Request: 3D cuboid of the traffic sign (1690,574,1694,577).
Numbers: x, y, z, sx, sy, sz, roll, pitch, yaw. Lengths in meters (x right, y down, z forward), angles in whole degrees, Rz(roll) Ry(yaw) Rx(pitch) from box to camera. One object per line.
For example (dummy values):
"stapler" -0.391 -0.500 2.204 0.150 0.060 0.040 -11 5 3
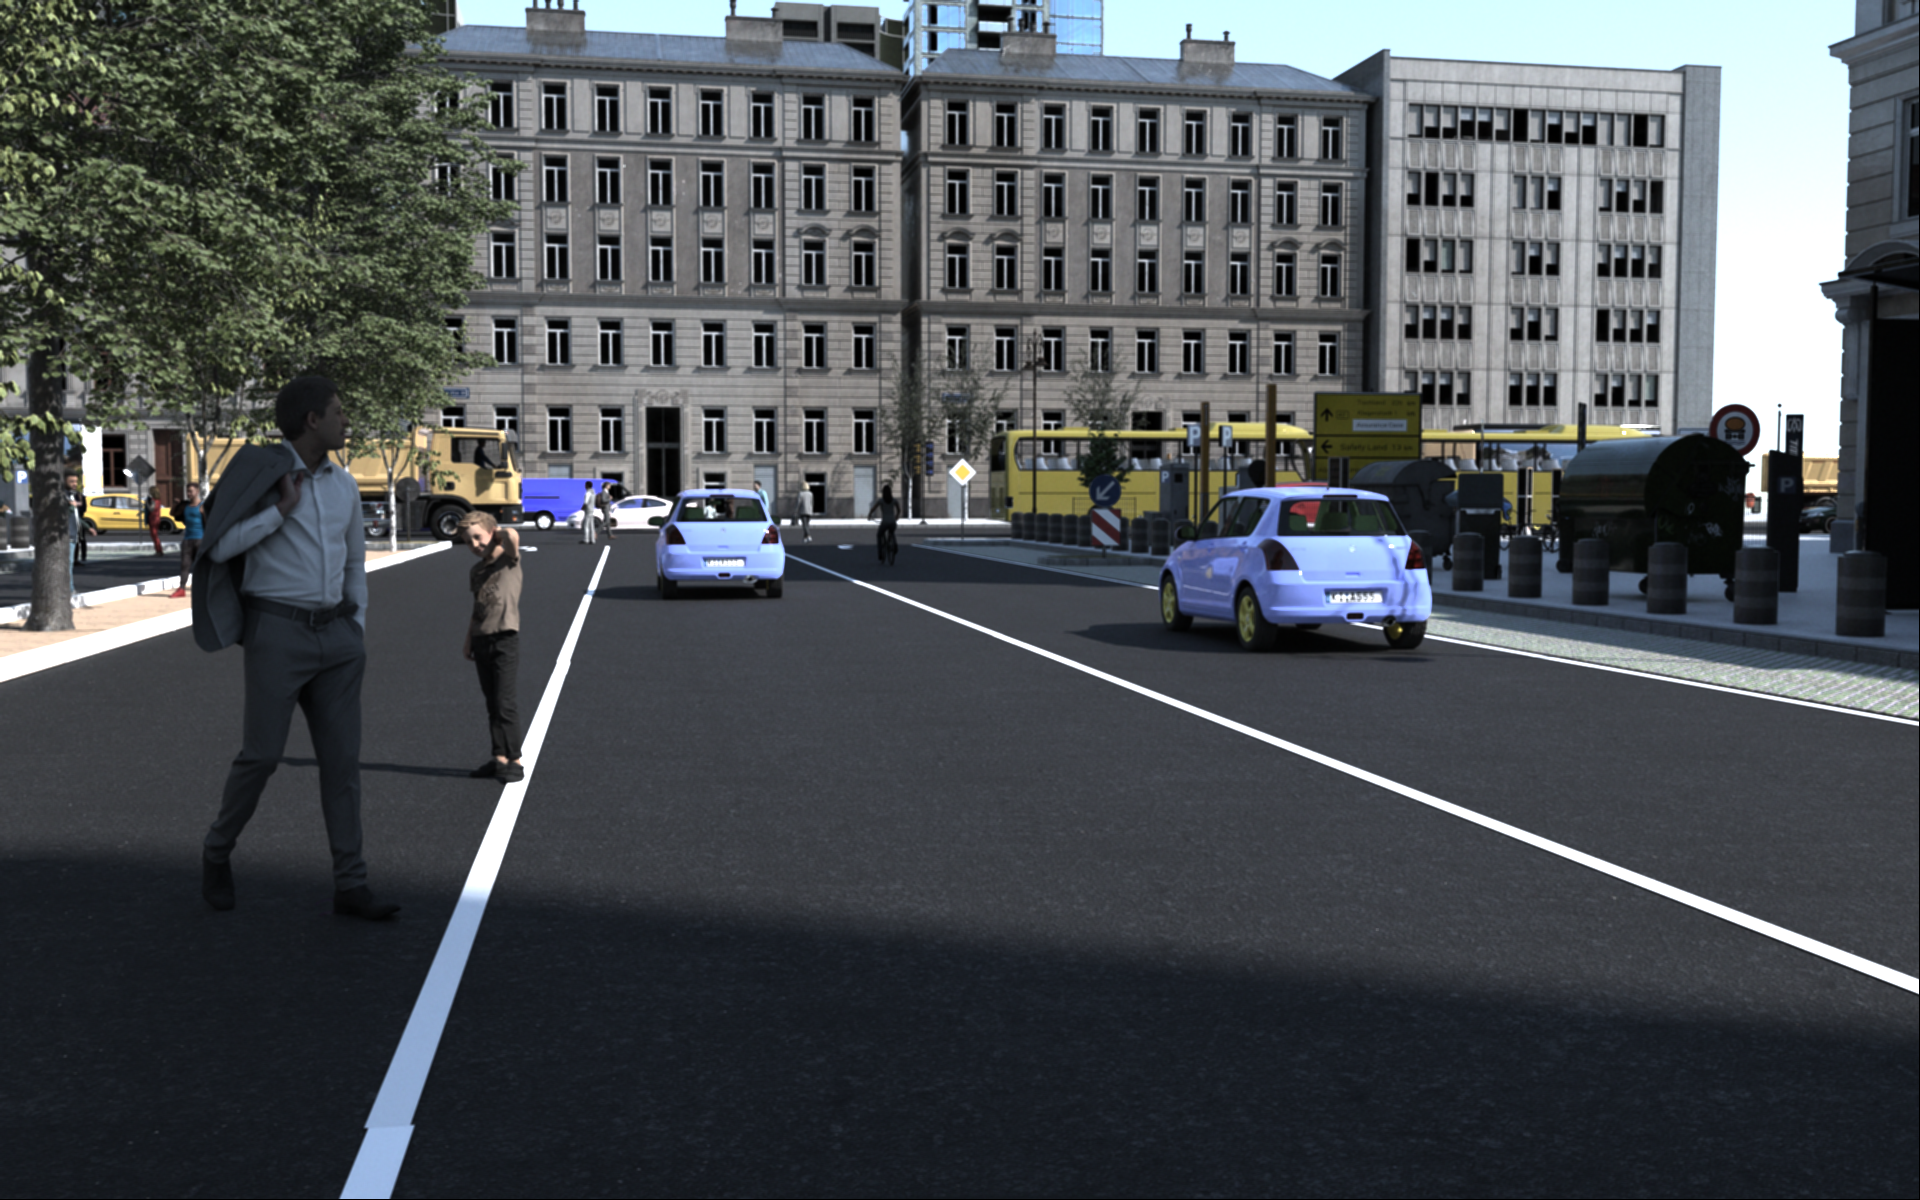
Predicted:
"traffic sign" 11.353 -1.509 26.805 0.606 2.300 0.079 0 4 -5

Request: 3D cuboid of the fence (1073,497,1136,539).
"fence" 4.062 -2.292 48.675 2.264 1.192 0.480 -2 4 -29

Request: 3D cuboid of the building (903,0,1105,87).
"building" 2.446 -52.899 177.570 22.319 86.520 31.000 -1 4 -11

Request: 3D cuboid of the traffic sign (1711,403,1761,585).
"traffic sign" 10.902 -1.491 24.478 0.768 2.556 0.104 0 4 -6

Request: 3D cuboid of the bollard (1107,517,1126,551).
"bollard" 3.639 -1.501 39.256 0.404 0.777 0.398 0 3 0

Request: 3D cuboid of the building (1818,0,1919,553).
"building" 26.970 -14.848 28.670 13.634 28.700 20.117 -1 4 -11

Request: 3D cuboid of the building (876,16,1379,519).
"building" 8.827 -18.293 96.352 25.104 27.353 12.463 -1 4 -11

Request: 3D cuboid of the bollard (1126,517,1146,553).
"bollard" 3.930 -1.410 37.774 0.404 0.777 0.398 0 3 0

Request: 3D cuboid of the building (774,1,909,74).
"building" -17.539 -50.079 257.038 20.611 71.187 20.563 -1 4 -11

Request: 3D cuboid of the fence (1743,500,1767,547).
"fence" 15.609 -1.450 34.911 0.480 1.192 2.264 -2 4 -35

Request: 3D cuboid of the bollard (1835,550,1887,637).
"bollard" 8.165 -0.059 15.690 0.404 0.777 0.398 0 3 0

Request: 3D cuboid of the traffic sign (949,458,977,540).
"traffic sign" 0.067 -2.742 48.470 0.795 2.450 0.064 -1 4 -11

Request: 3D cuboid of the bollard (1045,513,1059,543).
"bollard" 2.515 -1.861 45.139 0.404 0.777 0.398 0 3 0

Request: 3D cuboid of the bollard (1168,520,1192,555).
"bollard" 4.497 -1.229 34.814 0.404 0.777 0.398 0 3 0

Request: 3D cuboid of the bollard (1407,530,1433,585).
"bollard" 6.476 -0.598 24.500 0.404 0.777 0.398 0 3 0

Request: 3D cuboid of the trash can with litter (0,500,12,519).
"trash can with litter" -23.041 -1.816 41.085 0.624 1.170 1.055 0 4 -1

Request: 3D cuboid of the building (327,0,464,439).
"building" -81.221 -49.370 245.456 20.611 71.187 20.563 -1 4 -11

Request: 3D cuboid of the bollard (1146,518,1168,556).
"bollard" 4.207 -1.320 36.300 0.404 0.777 0.398 0 3 0

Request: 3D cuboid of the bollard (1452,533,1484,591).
"bollard" 6.758 -0.509 23.033 0.404 0.777 0.398 0 3 0

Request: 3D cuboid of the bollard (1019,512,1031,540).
"bollard" 1.943 -2.041 48.083 0.404 0.777 0.398 0 3 0

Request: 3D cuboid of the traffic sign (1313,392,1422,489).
"traffic sign" 8.135 -2.494 34.652 2.265 3.308 0.079 -1 4 -9

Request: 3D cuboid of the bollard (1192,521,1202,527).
"bollard" 4.777 -1.139 33.347 0.404 0.777 0.398 0 3 0

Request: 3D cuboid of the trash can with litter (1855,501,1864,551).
"trash can with litter" 15.913 -1.143 30.076 0.624 1.170 1.055 1 4 20

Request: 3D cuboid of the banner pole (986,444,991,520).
"banner pole" 1.720 -5.871 86.013 0.863 3.779 0.401 1 4 10

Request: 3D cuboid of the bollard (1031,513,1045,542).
"bollard" 2.228 -1.951 46.617 0.404 0.777 0.398 0 3 0

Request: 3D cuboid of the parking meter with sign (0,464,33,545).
"parking meter with sign" -23.859 -2.896 43.614 1.738 3.016 0.543 2 4 24

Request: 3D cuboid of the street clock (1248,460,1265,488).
"street clock" 6.306 -1.954 36.517 0.471 2.002 0.358 1 4 10

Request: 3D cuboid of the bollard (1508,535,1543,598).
"bollard" 7.040 -0.419 21.565 0.404 0.777 0.398 0 3 0

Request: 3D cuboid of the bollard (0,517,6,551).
"bollard" -21.842 -1.502 39.280 0.404 0.777 0.398 0 3 0

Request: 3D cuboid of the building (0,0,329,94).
"building" -77.088 -33.553 168.203 30.456 49.044 23.786 -1 4 -11

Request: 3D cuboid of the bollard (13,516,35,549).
"bollard" -22.128 -1.593 40.759 0.404 0.777 0.398 0 3 0

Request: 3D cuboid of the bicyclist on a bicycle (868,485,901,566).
"bicyclist on a bicycle" -1.495 -1.535 35.122 1.499 1.676 1.625 -1 4 -13

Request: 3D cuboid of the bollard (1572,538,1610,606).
"bollard" 7.321 -0.329 20.094 0.404 0.777 0.398 0 3 0

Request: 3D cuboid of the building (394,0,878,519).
"building" -15.912 -18.006 91.668 25.104 27.353 12.463 -1 4 -11

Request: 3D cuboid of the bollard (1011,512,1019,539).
"bollard" 1.667 -2.131 49.552 0.404 0.777 0.398 0 3 0

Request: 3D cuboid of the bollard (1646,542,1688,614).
"bollard" 7.607 -0.239 18.625 0.404 0.777 0.398 0 3 0

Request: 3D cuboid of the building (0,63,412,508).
"building" -38.650 -15.331 86.826 21.152 22.565 11.583 -1 4 -11

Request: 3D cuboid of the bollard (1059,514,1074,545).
"bollard" 2.796 -1.771 43.666 0.404 0.777 0.398 0 3 0

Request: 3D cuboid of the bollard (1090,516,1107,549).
"bollard" 3.360 -1.591 40.724 0.404 0.777 0.398 0 3 0

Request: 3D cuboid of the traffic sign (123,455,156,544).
"traffic sign" -21.047 -2.496 44.451 0.795 2.450 0.064 -1 4 -11

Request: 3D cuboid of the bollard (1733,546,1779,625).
"bollard" 7.890 -0.149 17.158 0.404 0.777 0.398 0 3 0

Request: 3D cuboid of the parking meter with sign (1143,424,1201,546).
"parking meter with sign" 5.299 -2.860 43.015 1.738 3.016 0.543 -3 5 -40

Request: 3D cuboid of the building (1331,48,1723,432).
"building" 31.051 -17.252 100.100 19.932 24.808 12.078 -1 4 -11

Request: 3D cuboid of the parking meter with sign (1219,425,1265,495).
"parking meter with sign" 7.415 -2.899 43.660 1.738 3.016 0.543 3 4 37

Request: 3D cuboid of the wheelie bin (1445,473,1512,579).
"wheelie bin" 7.843 -1.120 26.227 0.980 1.594 0.693 1 4 16

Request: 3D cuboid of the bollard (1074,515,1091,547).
"bollard" 3.078 -1.681 42.198 0.404 0.777 0.398 0 3 0
